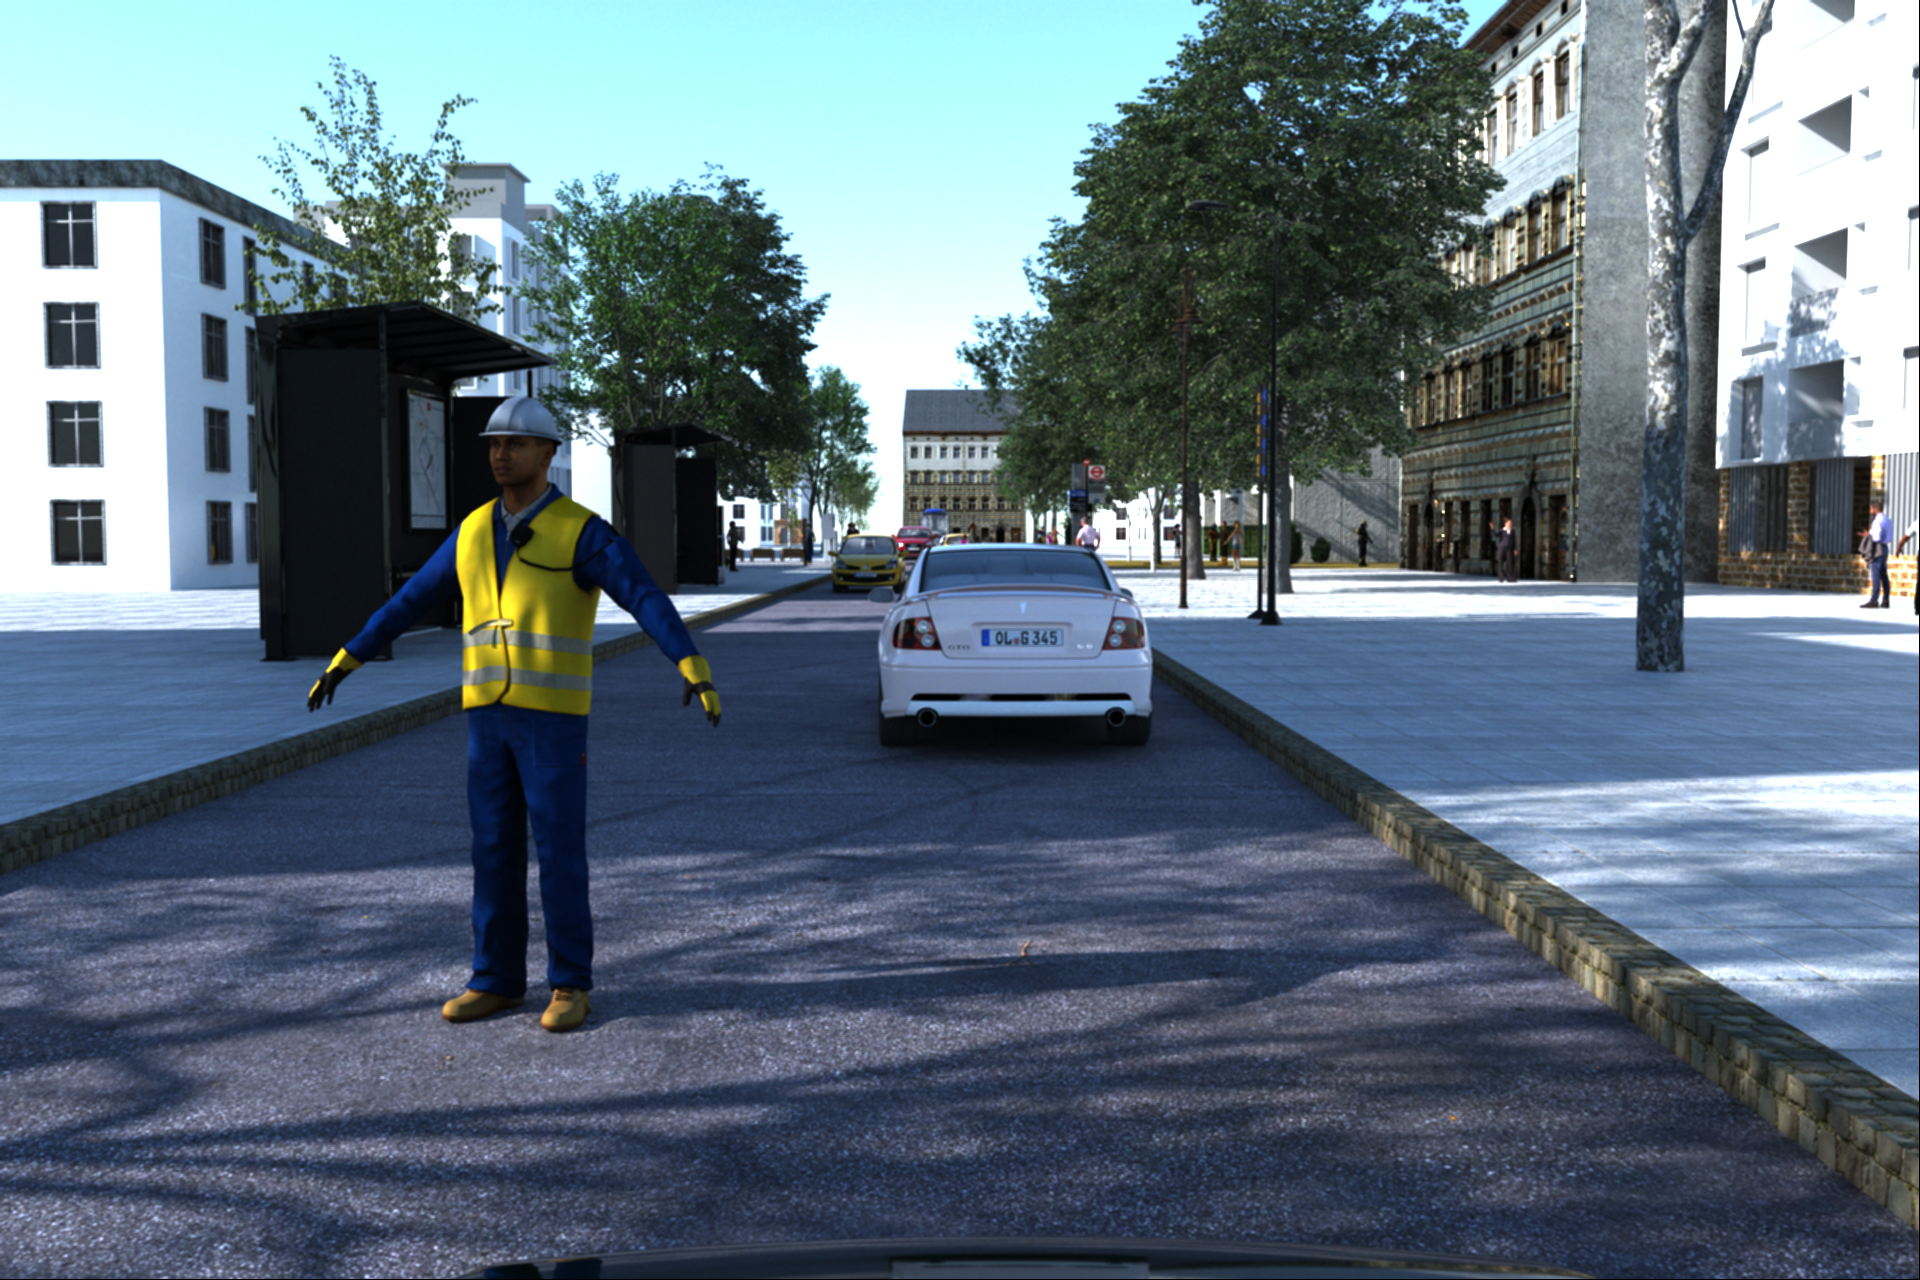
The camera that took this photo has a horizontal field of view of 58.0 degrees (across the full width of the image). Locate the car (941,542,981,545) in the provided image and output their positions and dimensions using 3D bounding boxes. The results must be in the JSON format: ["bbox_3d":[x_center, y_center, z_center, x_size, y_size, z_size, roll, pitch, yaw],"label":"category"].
[{"bbox_3d":[0.060,-4.460,84.922,2.014,1.417,4.499,0,4,-1],"label":"car"}]

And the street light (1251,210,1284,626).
[{"bbox_3d":[4.937,-3.165,24.281,1.470,5.913,1.316,0,3,0],"label":"street light"}]

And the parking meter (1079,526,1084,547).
[{"bbox_3d":[3.914,-2.794,54.091,0.372,1.533,0.369,0,3,0],"label":"parking meter"}]

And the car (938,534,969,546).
[{"bbox_3d":[0.038,-3.986,75.400,2.015,1.641,3.980,0,4,0],"label":"car"}]

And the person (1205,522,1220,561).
[{"bbox_3d":[11.938,-4.623,81.351,1.354,1.858,0.705,-3,4,-39],"label":"person"}]

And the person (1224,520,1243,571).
[{"bbox_3d":[9.443,-3.243,59.633,0.721,1.753,1.214,3,4,39],"label":"person"}]

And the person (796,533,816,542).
[{"bbox_3d":[-7.805,-5.036,88.466,1.347,1.817,0.704,3,4,39],"label":"person"}]

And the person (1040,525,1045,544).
[{"bbox_3d":[4.271,-5.196,91.421,0.721,1.772,1.216,0,4,-7],"label":"person"}]

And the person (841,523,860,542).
[{"bbox_3d":[-5.165,-4.741,83.745,1.346,1.802,0.704,2,4,35],"label":"person"}]

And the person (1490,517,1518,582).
[{"bbox_3d":[14.367,-2.381,45.775,0.742,1.727,0.445,-2,4,-28],"label":"person"}]

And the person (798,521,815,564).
[{"bbox_3d":[-6.542,-4.194,74.422,0.705,1.847,1.347,2,4,27],"label":"person"}]

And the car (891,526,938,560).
[{"bbox_3d":[-2.177,-4.543,82.951,2.281,1.827,5.304,0,4,0],"label":"car"}]

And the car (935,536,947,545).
[{"bbox_3d":[-0.296,-4.826,91.271,2.083,1.381,4.827,0,4,-1],"label":"car"}]

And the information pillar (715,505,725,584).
[{"bbox_3d":[-6.206,-2.447,44.508,0.304,2.012,0.304,0,4,0],"label":"information pillar"}]

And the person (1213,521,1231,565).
[{"bbox_3d":[10.819,-3.977,71.155,0.704,1.812,1.346,-1,4,-19],"label":"person"}]

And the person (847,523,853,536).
[{"bbox_3d":[-5.157,-4.628,81.846,0.705,1.806,1.347,-1,4,-15],"label":"person"}]

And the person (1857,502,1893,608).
[{"bbox_3d":[15.794,-1.474,30.018,0.709,1.838,0.599,-3,5,-39],"label":"person"}]

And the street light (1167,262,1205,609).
[{"bbox_3d":[3.858,-3.483,29.731,0.468,5.910,1.993,0,4,0],"label":"street light"}]

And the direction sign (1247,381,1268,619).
[{"bbox_3d":[4.555,-2.092,26.209,0.379,3.537,0.876,0,4,0],"label":"direction sign"}]

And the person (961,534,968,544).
[{"bbox_3d":[0.268,-3.698,72.186,0.599,1.433,0.991,-2,4,-29],"label":"person"}]

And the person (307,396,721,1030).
[{"bbox_3d":[-1.291,0.203,5.102,1.349,1.833,0.705,1,4,18],"label":"person"}]

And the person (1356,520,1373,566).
[{"bbox_3d":[16.006,-3.847,68.682,0.705,1.856,1.354,3,4,36],"label":"person"}]

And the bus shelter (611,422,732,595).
[{"bbox_3d":[-6.444,-2.939,39.335,1.731,3.624,6.357,0,4,0],"label":"bus shelter"}]

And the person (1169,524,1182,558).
[{"bbox_3d":[11.507,-5.212,91.366,1.345,1.843,0.704,-2,4,-33],"label":"person"}]

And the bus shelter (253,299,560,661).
[{"bbox_3d":[-6.279,-1.787,20.496,1.731,3.624,6.357,0,3,0],"label":"bus shelter"}]

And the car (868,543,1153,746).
[{"bbox_3d":[0.335,-0.046,13.109,2.083,1.381,4.827,0,4,-1],"label":"car"}]

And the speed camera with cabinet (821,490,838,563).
[{"bbox_3d":[-5.898,-5.126,78.147,0.660,3.252,2.038,0,4,2],"label":"speed camera with cabinet"}]

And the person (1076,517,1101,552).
[{"bbox_3d":[3.164,-2.219,43.254,0.756,1.711,0.436,-2,4,-25],"label":"person"}]

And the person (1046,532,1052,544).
[{"bbox_3d":[5.349,-5.705,102.550,0.599,1.433,0.991,-2,4,-32],"label":"person"}]

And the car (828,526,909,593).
[{"bbox_3d":[-2.270,-2.039,43.554,2.015,1.641,3.980,0,3,0],"label":"car"}]

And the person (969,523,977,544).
[{"bbox_3d":[0.453,-2.955,57.048,0.705,1.796,1.348,0,4,-3],"label":"person"}]

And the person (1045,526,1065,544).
[{"bbox_3d":[5.109,-5.256,92.738,1.217,1.733,0.721,-1,4,-15],"label":"person"}]

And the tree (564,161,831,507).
[{"bbox_3d":[-9.134,-9.456,61.262,9.857,13.997,8.962,0,3,0],"label":"tree"}]

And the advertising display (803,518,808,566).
[{"bbox_3d":[-6.237,-3.959,69.945,0.123,1.923,0.974,0,3,0],"label":"advertising display"}]

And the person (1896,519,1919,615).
[{"bbox_3d":[15.280,-1.314,27.275,0.704,1.855,1.343,-1,4,-22],"label":"person"}]

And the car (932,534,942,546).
[{"bbox_3d":[-2.018,-7.034,126.811,2.131,1.459,4.920,0,3,0],"label":"car"}]

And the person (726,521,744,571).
[{"bbox_3d":[-7.769,-3.246,59.830,0.721,1.744,1.215,1,4,18],"label":"person"}]

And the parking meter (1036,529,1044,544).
[{"bbox_3d":[3.788,-4.523,82.362,0.372,1.533,0.369,0,3,0],"label":"parking meter"}]

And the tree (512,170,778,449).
[{"bbox_3d":[-8.874,-7.579,49.675,9.928,11.665,9.643,0,3,0],"label":"tree"}]

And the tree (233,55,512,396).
[{"bbox_3d":[-8.856,-4.686,26.980,4.737,8.622,4.395,0,3,0],"label":"tree"}]
